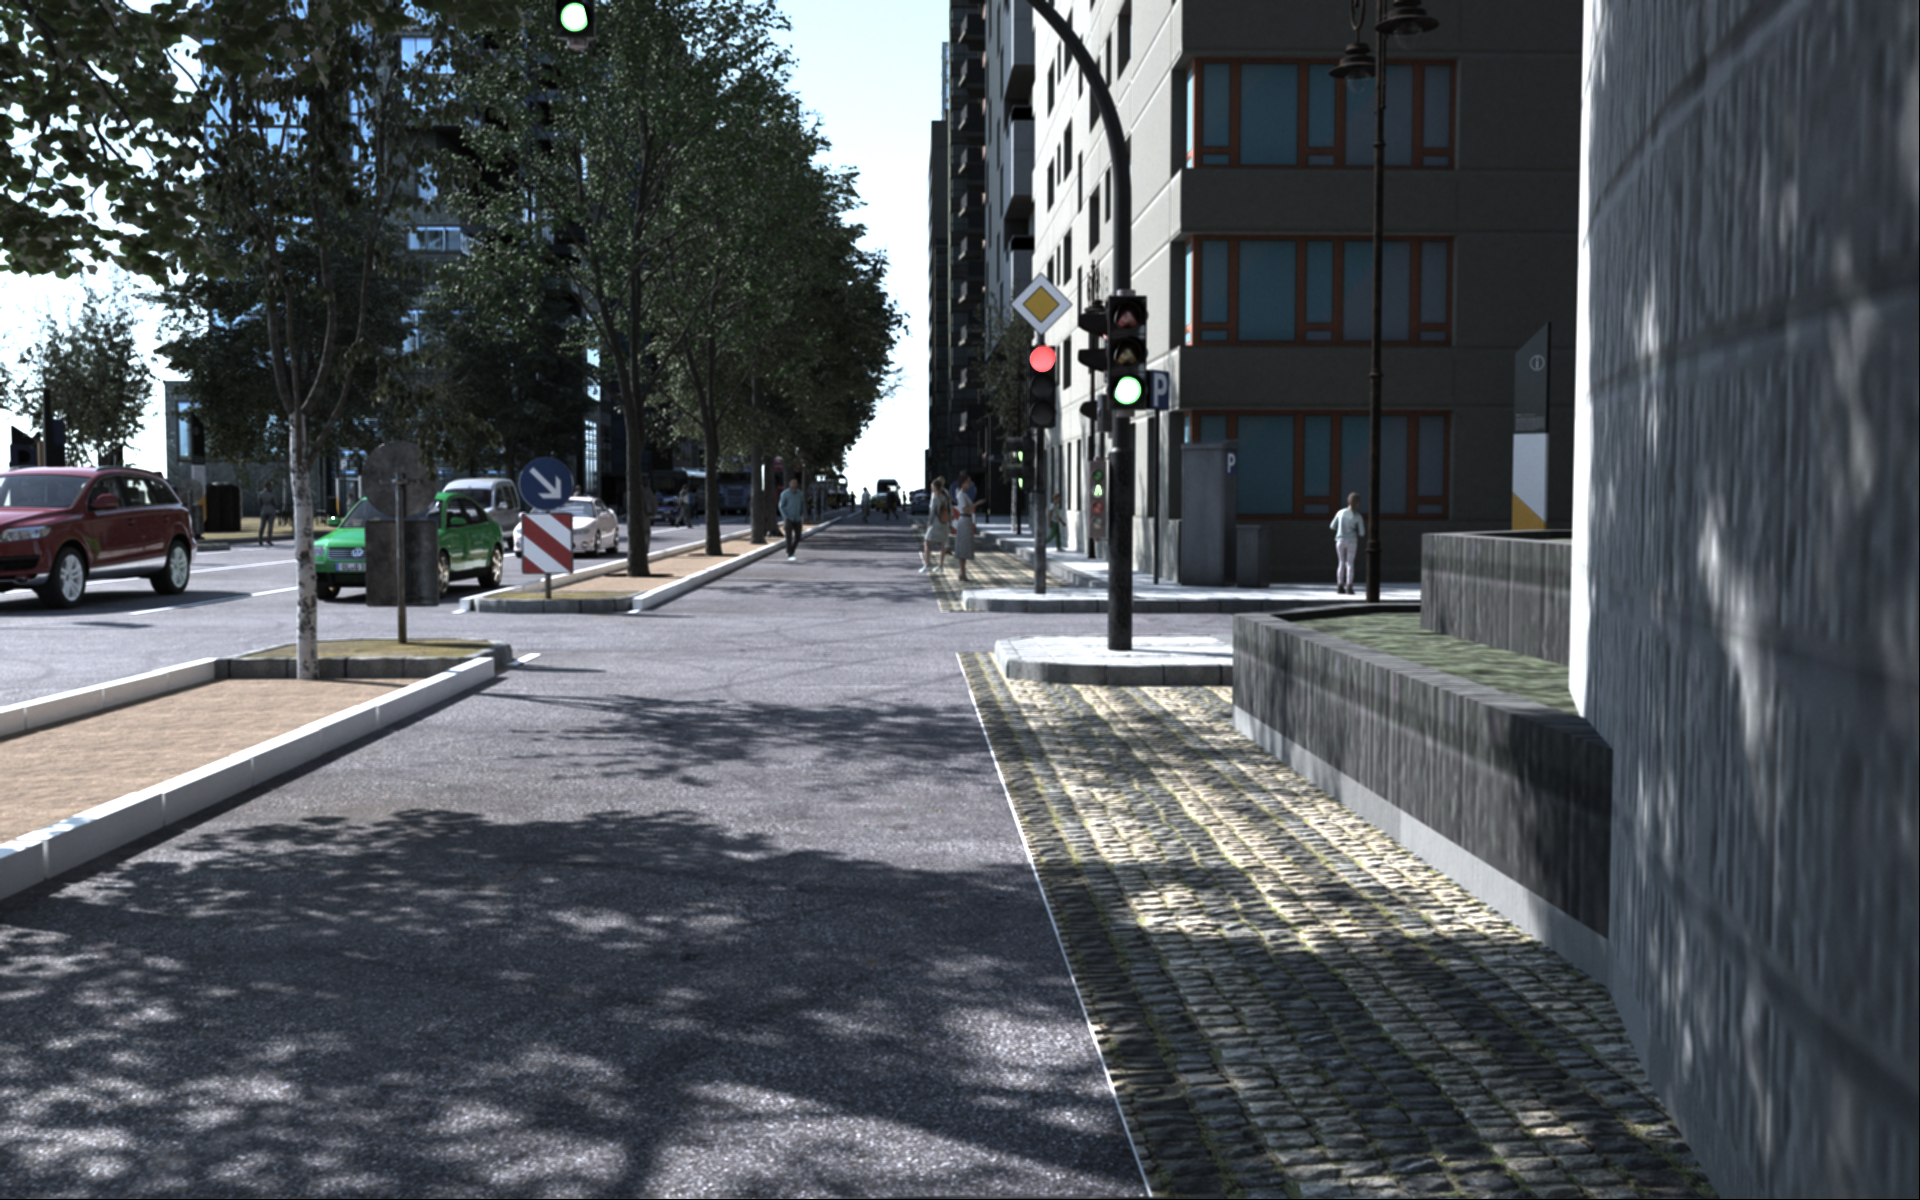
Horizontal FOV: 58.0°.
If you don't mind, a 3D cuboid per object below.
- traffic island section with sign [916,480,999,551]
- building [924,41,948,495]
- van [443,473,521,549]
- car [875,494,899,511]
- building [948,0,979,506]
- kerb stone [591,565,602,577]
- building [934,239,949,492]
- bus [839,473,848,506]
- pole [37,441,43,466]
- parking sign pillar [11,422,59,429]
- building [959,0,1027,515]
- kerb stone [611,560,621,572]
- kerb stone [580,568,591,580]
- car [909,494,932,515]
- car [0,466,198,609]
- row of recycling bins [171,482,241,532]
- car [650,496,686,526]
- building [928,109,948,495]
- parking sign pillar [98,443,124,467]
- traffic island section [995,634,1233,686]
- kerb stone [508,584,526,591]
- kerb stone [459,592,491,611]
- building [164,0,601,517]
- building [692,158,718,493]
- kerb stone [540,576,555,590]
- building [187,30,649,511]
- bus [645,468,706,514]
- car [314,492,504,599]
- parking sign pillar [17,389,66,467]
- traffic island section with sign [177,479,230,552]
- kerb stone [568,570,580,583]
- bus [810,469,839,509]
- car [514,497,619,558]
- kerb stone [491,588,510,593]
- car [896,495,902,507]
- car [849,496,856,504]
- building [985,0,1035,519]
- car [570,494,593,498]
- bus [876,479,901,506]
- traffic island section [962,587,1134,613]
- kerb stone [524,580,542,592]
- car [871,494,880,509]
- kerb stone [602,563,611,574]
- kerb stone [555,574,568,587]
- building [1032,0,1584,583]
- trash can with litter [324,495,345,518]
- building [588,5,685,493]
[{"bbox_3d":[-0.055,-2.186,44.361,1.989,1.847,2.006,0,4,-2],"label":"traffic island section with sign"},{"bbox_3d":[6.310,-56.721,240.051,22.319,86.520,31.000,0,4,-2],"label":"building"},{"bbox_3d":[-12.425,-2.277,44.234,2.013,2.044,4.112,0,4,-1],"label":"van"},{"bbox_3d":[-6.250,-8.383,147.278,2.015,1.641,3.980,0,4,-1],"label":"car"},{"bbox_3d":[6.045,-27.786,137.898,14.154,41.232,14.086,0,4,-2],"label":"building"},{"bbox_3d":[-6.387,-0.468,29.940,0.120,0.150,1.000,0,4,-2],"label":"kerb stone"},{"bbox_3d":[4.058,-26.029,197.281,14.160,30.474,14.107,0,4,-2],"label":"building"},{"bbox_3d":[-14.572,-13.024,204.489,2.896,3.916,12.252,0,4,-3],"label":"bus"},{"bbox_3d":[-35.237,-4.440,66.432,0.158,3.312,0.155,0,3,0],"label":"pole"},{"bbox_3d":[-36.284,-4.833,67.484,1.447,3.967,1.447,0,4,-5],"label":"parking sign pillar"},{"bbox_3d":[11.184,-28.251,116.520,22.147,44.769,28.867,0,4,-2],"label":"building"},{"bbox_3d":[-6.454,-0.598,31.984,0.120,0.150,1.000,0,4,-2],"label":"kerb stone"},{"bbox_3d":[-6.349,-0.411,28.914,0.120,0.150,1.000,0,4,-2],"label":"kerb stone"},{"bbox_3d":[-2.454,-6.479,117.932,2.014,1.417,4.499,0,4,-2],"label":"car"},{"bbox_3d":[-12.139,-0.892,23.252,2.281,1.827,5.304,0,4,-1],"label":"car"},{"bbox_3d":[-25.774,-3.211,59.609,1.069,1.692,3.534,0,4,2],"label":"row of recycling bins"},{"bbox_3d":[-13.499,-4.026,78.403,1.945,1.354,3.894,0,4,-1],"label":"car"},{"bbox_3d":[6.899,-36.163,214.964,21.300,48.544,21.600,0,4,-2],"label":"building"},{"bbox_3d":[-44.729,-6.280,91.148,1.447,3.967,1.447,3,4,36],"label":"parking sign pillar"},{"bbox_3d":[1.332,0.488,14.305,2.009,0.180,2.903,0,4,-2],"label":"traffic island section"},{"bbox_3d":[-6.168,-0.093,23.796,0.120,0.150,1.000,0,4,-2],"label":"kerb stone"},{"bbox_3d":[-6.095,0.032,21.743,0.120,0.150,1.000,0,4,-2],"label":"kerb stone"},{"bbox_3d":[-35.220,-48.769,110.049,22.319,86.520,31.000,0,4,-2],"label":"building"},{"bbox_3d":[-38.357,-34.618,189.708,21.300,48.544,21.600,0,4,-2],"label":"building"},{"bbox_3d":[-6.237,-0.223,25.840,0.120,0.150,1.000,0,4,-2],"label":"kerb stone"},{"bbox_3d":[-41.465,-27.339,138.877,32.217,40.220,23.993,0,4,-2],"label":"building"},{"bbox_3d":[-19.144,-7.583,118.846,2.948,3.499,13.247,0,4,0],"label":"bus"},{"bbox_3d":[-7.942,-0.995,25.065,1.959,1.807,4.718,0,3,0],"label":"car"},{"bbox_3d":[-23.664,-3.471,45.218,1.447,3.967,1.447,-2,4,-30],"label":"parking sign pillar"},{"bbox_3d":[-19.662,-2.152,43.812,1.989,1.847,2.006,0,4,-2],"label":"traffic island section with sign"},{"bbox_3d":[-6.320,-0.348,27.892,0.120,0.150,1.000,0,4,-2],"label":"kerb stone"},{"bbox_3d":[-13.040,-10.743,167.189,2.896,3.916,12.252,0,4,-3],"label":"bus"},{"bbox_3d":[-9.166,-1.727,40.593,2.083,1.381,4.827,0,4,-3],"label":"car"},{"bbox_3d":[-6.129,-0.031,22.766,0.120,0.150,1.000,0,4,-2],"label":"kerb stone"},{"bbox_3d":[-7.597,-11.326,197.758,1.945,1.354,3.894,0,4,0],"label":"car"},{"bbox_3d":[-15.119,-13.615,235.182,1.945,1.354,3.894,0,4,0],"label":"car"},{"bbox_3d":[15.243,-30.221,83.346,28.713,52.752,27.495,0,4,-2],"label":"building"},{"bbox_3d":[-16.889,-4.052,76.033,2.009,1.686,4.222,0,4,-4],"label":"car"},{"bbox_3d":[-8.864,-13.422,214.308,2.948,3.499,13.247,0,4,-1],"label":"bus"},{"bbox_3d":[1.051,0.000,22.285,2.009,0.180,2.903,0,4,-2],"label":"traffic island section"},{"bbox_3d":[-6.198,-0.160,24.819,0.120,0.150,1.000,0,4,-2],"label":"kerb stone"},{"bbox_3d":[-7.917,-9.964,171.708,1.959,1.807,4.718,0,3,0],"label":"car"},{"bbox_3d":[-6.421,-0.532,30.962,0.120,0.150,1.000,0,4,-2],"label":"kerb stone"},{"bbox_3d":[-6.274,-0.285,26.861,0.120,0.150,1.000,0,4,-2],"label":"kerb stone"},{"bbox_3d":[17.094,-11.837,38.580,28.899,21.520,27.650,0,4,-2],"label":"building"},{"bbox_3d":[-33.196,-5.004,92.877,2.233,1.210,1.678,-3,5,-41],"label":"trash can with litter"},{"bbox_3d":[-32.425,-31.071,158.128,14.600,45.320,14.200,0,4,-2],"label":"building"}]
